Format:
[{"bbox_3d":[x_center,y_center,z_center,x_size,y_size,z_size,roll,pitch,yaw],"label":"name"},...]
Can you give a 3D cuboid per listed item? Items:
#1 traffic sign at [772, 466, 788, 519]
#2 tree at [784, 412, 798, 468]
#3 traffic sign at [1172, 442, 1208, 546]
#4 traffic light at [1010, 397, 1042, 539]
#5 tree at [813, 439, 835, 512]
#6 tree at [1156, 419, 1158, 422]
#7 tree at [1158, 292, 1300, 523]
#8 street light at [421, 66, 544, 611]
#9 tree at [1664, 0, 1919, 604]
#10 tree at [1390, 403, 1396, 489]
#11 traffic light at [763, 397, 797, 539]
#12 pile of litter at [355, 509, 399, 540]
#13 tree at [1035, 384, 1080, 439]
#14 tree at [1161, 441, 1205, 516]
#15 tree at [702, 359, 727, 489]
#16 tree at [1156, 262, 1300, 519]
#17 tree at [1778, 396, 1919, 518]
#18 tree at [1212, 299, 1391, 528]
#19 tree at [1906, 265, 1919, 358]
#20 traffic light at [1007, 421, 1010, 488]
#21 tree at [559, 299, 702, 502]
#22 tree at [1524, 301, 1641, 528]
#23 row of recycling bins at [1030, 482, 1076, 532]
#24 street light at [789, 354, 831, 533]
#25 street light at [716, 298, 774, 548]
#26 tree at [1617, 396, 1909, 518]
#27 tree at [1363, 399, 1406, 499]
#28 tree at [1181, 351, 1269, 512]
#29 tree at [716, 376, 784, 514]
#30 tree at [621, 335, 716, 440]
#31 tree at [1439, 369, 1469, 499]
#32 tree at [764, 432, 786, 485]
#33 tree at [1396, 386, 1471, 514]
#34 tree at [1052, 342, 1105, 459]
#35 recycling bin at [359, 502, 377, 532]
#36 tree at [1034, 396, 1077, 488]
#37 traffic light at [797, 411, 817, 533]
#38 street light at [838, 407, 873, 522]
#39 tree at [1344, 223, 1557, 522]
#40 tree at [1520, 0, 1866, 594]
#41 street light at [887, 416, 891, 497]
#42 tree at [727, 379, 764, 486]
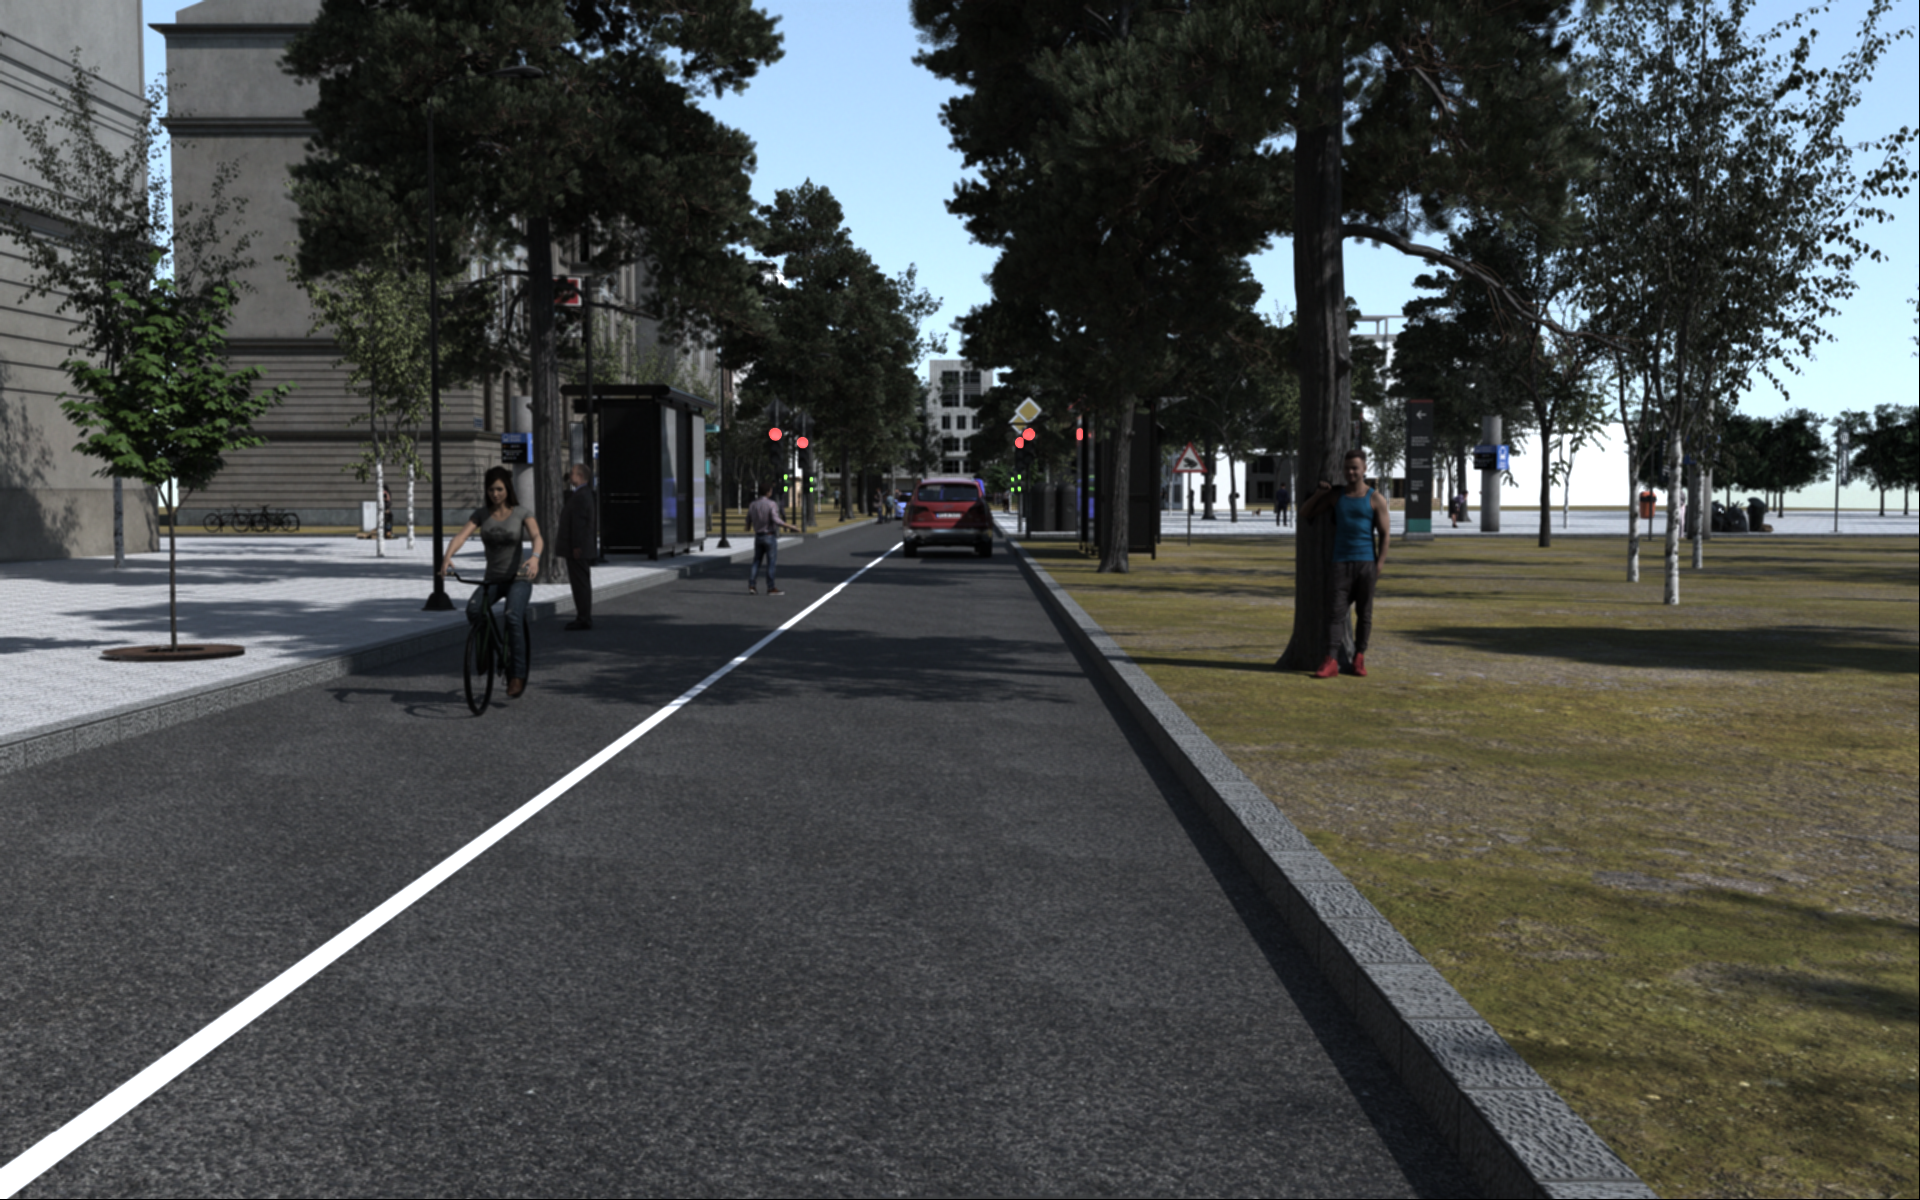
[{"bbox_3d":[-8.200,-4.817,78.858,0.768,2.556,0.104,1,4,10],"label":"traffic sign"},{"bbox_3d":[-13.568,-11.020,130.538,4.360,8.622,3.978,0,3,0],"label":"tree"},{"bbox_3d":[5.683,-2.624,42.901,0.884,2.594,0.081,0,4,5],"label":"traffic sign"},{"bbox_3d":[1.936,-3.688,49.539,0.839,4.213,0.868,0,4,0],"label":"traffic light"},{"bbox_3d":[-9.879,-10.623,124.043,4.737,8.622,4.395,0,3,0],"label":"tree"},{"bbox_3d":[12.238,-9.297,102.368,4.737,8.622,4.395,0,3,0],"label":"tree"},{"bbox_3d":[12.465,-8.788,78.093,8.767,10.594,7.601,1,4,13],"label":"tree"},{"bbox_3d":[-5.219,-2.839,18.964,1.470,5.913,1.316,0,4,0],"label":"street light"},{"bbox_3d":[8.531,-4.254,19.921,4.360,8.622,3.978,0,3,0],"label":"tree"},{"bbox_3d":[30.085,-10.526,122.457,4.737,8.622,4.395,0,3,0],"label":"tree"},{"bbox_3d":[-5.225,-3.689,49.566,0.839,4.213,0.868,0,4,0],"label":"traffic light"},{"bbox_3d":[-16.660,-2.173,49.489,1.176,0.858,1.719,-1,4,-17],"label":"pile of litter"},{"bbox_3d":[5.652,-6.916,63.433,4.360,8.622,3.978,0,3,0],"label":"tree"},{"bbox_3d":[13.678,-8.896,95.806,4.737,8.622,4.395,0,3,0],"label":"tree"},{"bbox_3d":[-14.345,-8.242,85.115,4.737,8.622,4.395,0,3,0],"label":"tree"},{"bbox_3d":[12.847,-11.051,88.115,7.806,13.903,7.818,0,3,0],"label":"tree"},{"bbox_3d":[55.795,-8.329,99.080,11.467,7.101,20.602,0,4,-2],"label":"tree"},{"bbox_3d":[12.855,-7.051,65.638,4.737,8.622,4.395,0,3,0],"label":"tree"},{"bbox_3d":[25.550,-5.621,42.269,4.737,8.622,4.395,0,3,0],"label":"tree"},{"bbox_3d":[1.984,-4.176,57.524,0.839,4.213,0.868,0,4,0],"label":"traffic light"},{"bbox_3d":[-13.092,-7.079,66.108,4.737,8.622,4.395,0,3,0],"label":"tree"},{"bbox_3d":[22.850,-6.984,64.550,4.737,8.622,4.395,0,3,0],"label":"tree"},{"bbox_3d":[4.044,-3.185,59.180,3.534,1.692,1.069,-2,4,-25],"label":"row of recycling bins"},{"bbox_3d":[-4.977,-5.193,57.440,1.470,5.913,1.316,0,4,0],"label":"street light"},{"bbox_3d":[-5.093,-4.194,41.112,1.470,5.913,1.316,0,4,0],"label":"street light"},{"bbox_3d":[42.388,-8.183,96.705,11.467,7.101,20.602,0,4,7],"label":"tree"},{"bbox_3d":[28.819,-10.157,116.425,4.360,8.622,3.978,0,3,0],"label":"tree"},{"bbox_3d":[17.976,-13.092,124.419,12.009,13.543,11.850,0,3,0],"label":"tree"},{"bbox_3d":[-14.129,-9.841,111.264,4.360,8.622,3.978,0,3,0],"label":"tree"},{"bbox_3d":[-14.044,-7.922,79.883,4.360,8.622,3.978,0,3,0],"label":"tree"},{"bbox_3d":[22.025,-7.339,70.348,4.360,8.622,3.978,0,3,0],"label":"tree"},{"bbox_3d":[-13.443,-10.157,116.434,4.737,8.622,4.395,0,3,0],"label":"tree"},{"bbox_3d":[30.324,-9.711,109.135,4.737,8.622,4.395,0,3,0],"label":"tree"},{"bbox_3d":[9.382,-12.430,110.647,7.806,13.903,7.818,0,3,0],"label":"tree"},{"bbox_3d":[-19.931,-2.821,58.674,0.722,1.027,0.722,-2,4,-29],"label":"recycling bin"},{"bbox_3d":[6.631,-10.254,118.023,4.737,8.622,4.395,0,3,0],"label":"tree"},{"bbox_3d":[-5.177,-4.178,57.551,0.839,4.213,0.868,0,4,0],"label":"traffic light"},{"bbox_3d":[-4.903,-6.547,79.587,1.470,5.913,1.316,0,4,0],"label":"street light"},{"bbox_3d":[23.110,-10.521,79.437,7.806,13.903,7.818,0,3,0],"label":"tree"},{"bbox_3d":[9.828,-4.554,24.815,4.360,8.622,3.978,0,3,0],"label":"tree"},{"bbox_3d":[-4.743,-7.910,101.869,1.470,5.913,1.316,0,4,0],"label":"street light"},{"bbox_3d":[-13.426,-8.652,91.826,4.737,8.622,4.395,0,3,0],"label":"tree"}]
